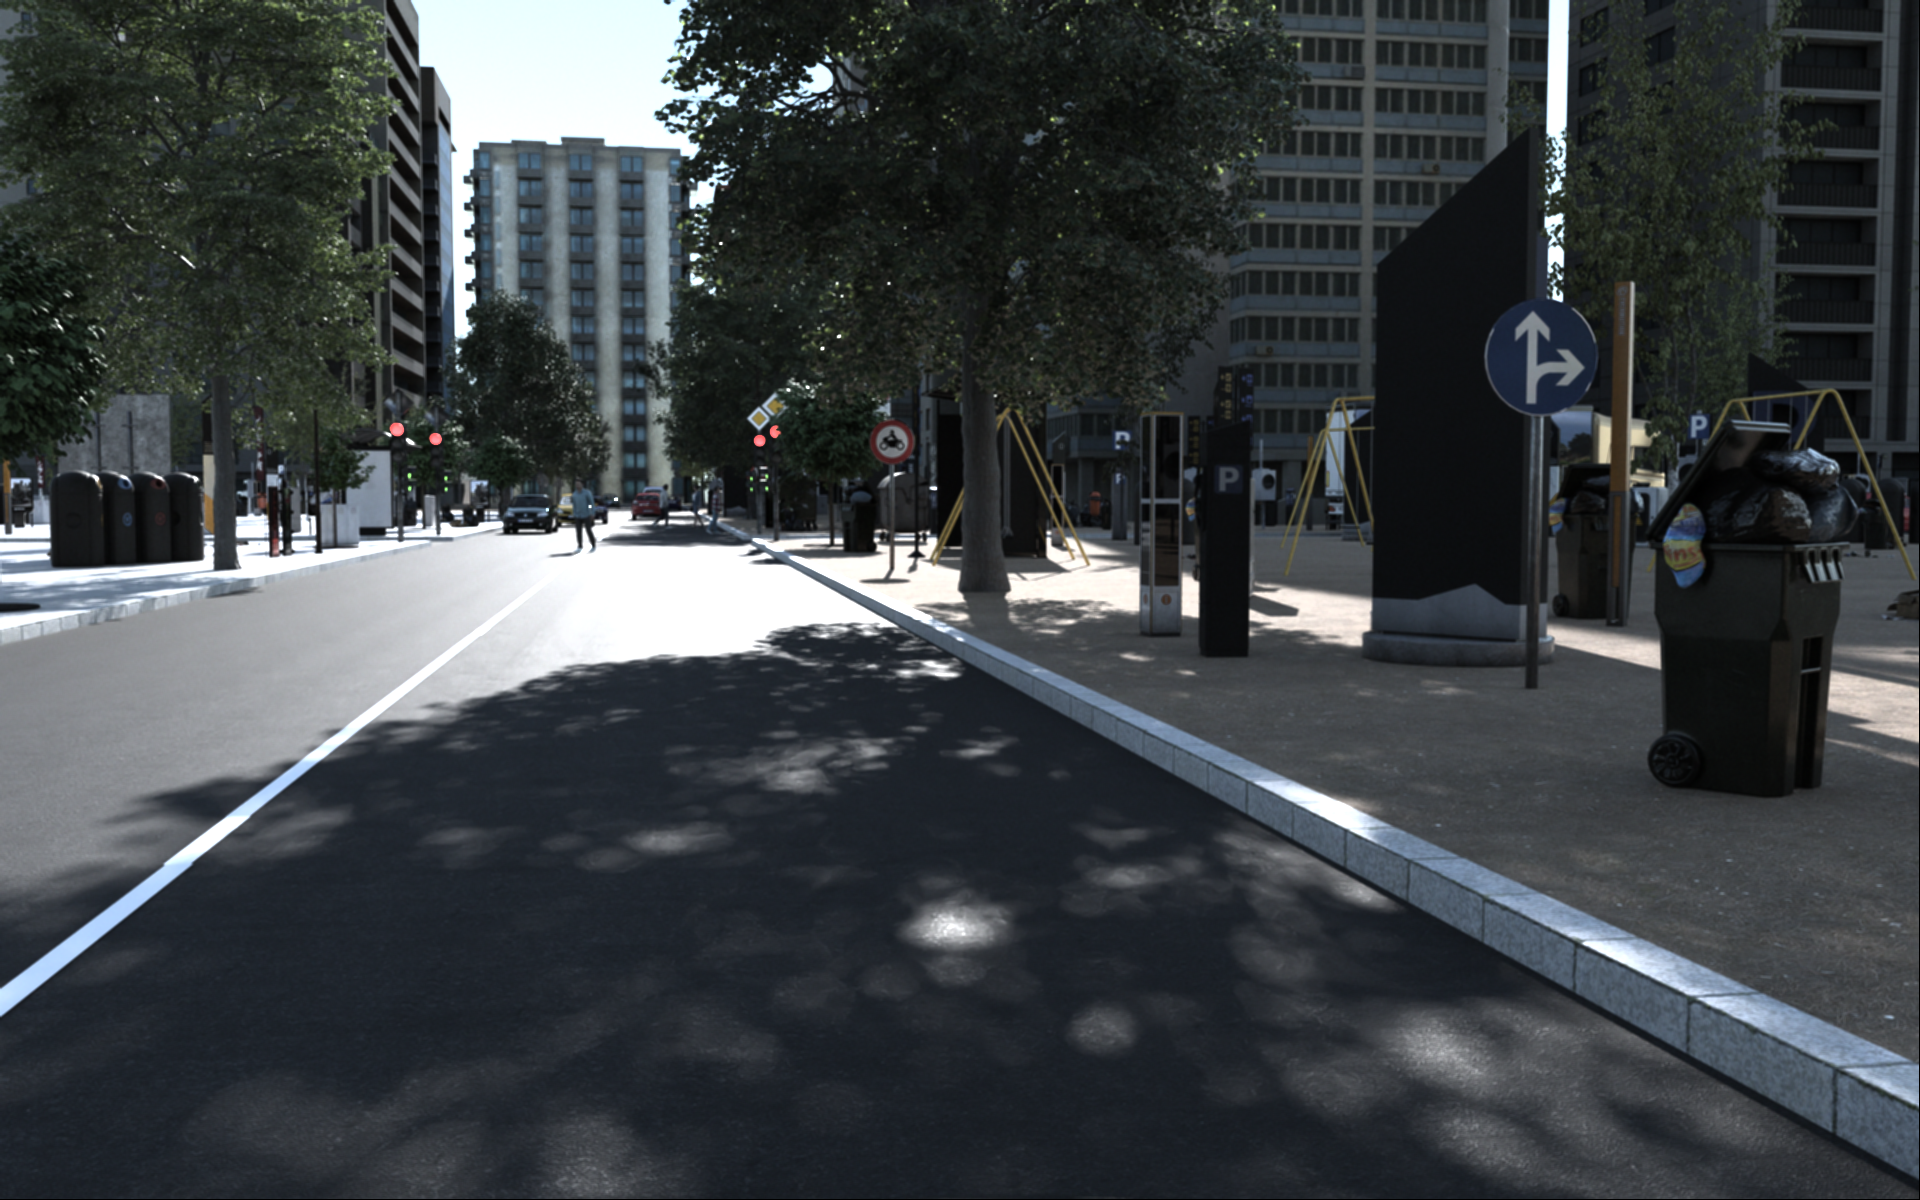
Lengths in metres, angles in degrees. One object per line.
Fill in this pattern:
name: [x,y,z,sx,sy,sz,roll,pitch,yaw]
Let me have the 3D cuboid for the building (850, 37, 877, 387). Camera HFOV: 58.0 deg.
building: [-2.422,-31.184,159.971,14.600,45.320,14.200,-1,4,-10]

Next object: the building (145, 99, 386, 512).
building: [-51.939,-21.971,130.928,14.160,30.474,14.107,-1,4,-10]

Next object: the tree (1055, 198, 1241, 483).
tree: [4.278,-5.437,39.262,4.360,8.622,3.978,0,3,0]

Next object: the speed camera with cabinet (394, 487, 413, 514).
speed camera with cabinet: [-35.606,-7.081,110.109,0.660,3.252,2.038,1,4,15]

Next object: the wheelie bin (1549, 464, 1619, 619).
wheelie bin: [6.619,-0.614,17.952,0.980,1.594,0.693,0,4,-8]

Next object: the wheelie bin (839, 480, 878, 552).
wheelie bin: [-2.243,-1.860,38.320,0.693,1.594,0.980,-3,4,-38]

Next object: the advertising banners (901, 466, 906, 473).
advertising banners: [-3.082,-6.974,110.217,0.090,3.025,2.074,3,4,36]

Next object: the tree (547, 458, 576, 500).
tree: [-31.306,-11.295,135.030,4.737,8.622,4.395,0,3,0]

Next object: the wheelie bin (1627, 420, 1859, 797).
wheelie bin: [3.485,0.018,7.610,0.980,1.594,0.693,-3,5,-42]

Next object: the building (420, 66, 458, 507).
building: [-60.029,-32.274,177.789,14.200,45.320,14.600,-1,4,-10]

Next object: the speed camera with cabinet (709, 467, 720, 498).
speed camera with cabinet: [-14.908,-7.071,109.946,2.038,3.252,0.660,-1,4,-9]

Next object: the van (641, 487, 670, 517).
van: [-19.686,-6.395,111.570,2.013,2.044,4.112,-1,4,-9]

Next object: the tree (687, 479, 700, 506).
tree: [-29.601,-12.200,194.069,1.663,3.219,1.824,0,3,0]

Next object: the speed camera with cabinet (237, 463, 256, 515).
speed camera with cabinet: [-44.895,-7.011,108.969,0.660,3.252,2.038,-3,5,-40]

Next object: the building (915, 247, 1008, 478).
building: [12.622,-16.854,120.598,27.650,21.520,28.899,-1,4,-10]

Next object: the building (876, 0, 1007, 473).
building: [-0.205,-28.261,145.660,14.154,41.232,14.086,-1,4,-10]

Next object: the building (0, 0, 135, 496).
building: [-94.291,-38.278,167.845,28.212,58.520,21.231,-1,4,-10]

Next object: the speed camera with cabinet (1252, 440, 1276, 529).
speed camera with cabinet: [10.402,-4.162,62.388,2.038,3.252,0.660,-2,4,-28]

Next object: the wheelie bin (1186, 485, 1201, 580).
wheelie bin: [3.855,-1.084,25.638,0.980,1.594,0.693,0,4,-6]

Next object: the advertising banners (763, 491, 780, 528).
advertising banners: [-6.572,-4.278,66.127,2.074,3.025,0.090,-2,4,-31]

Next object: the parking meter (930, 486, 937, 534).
parking meter: [-0.780,-2.884,55.565,0.372,1.533,0.369,0,3,0]

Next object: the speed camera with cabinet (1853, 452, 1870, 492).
speed camera with cabinet: [40.247,-5.165,78.791,2.038,3.252,0.660,0,4,1]

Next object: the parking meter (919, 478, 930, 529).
parking meter: [-1.320,-3.514,63.169,0.399,1.863,0.255,1,4,16]

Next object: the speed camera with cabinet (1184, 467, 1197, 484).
speed camera with cabinet: [7.878,-4.151,62.206,2.038,3.252,0.660,-2,4,-24]

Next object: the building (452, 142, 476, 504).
building: [-80.212,-39.260,231.137,27.495,52.752,28.713,-1,4,-10]

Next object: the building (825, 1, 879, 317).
building: [1.319,-36.225,181.512,28.713,52.752,27.495,-1,4,-10]

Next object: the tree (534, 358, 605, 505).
tree: [-33.291,-13.786,143.527,7.486,12.596,7.792,0,3,0]

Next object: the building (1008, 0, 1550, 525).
building: [15.725,-24.196,87.482,23.993,40.220,32.217,-1,4,-10]

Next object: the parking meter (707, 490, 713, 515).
parking meter: [-15.528,-6.078,107.782,0.372,1.533,0.369,0,3,0]

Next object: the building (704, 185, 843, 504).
building: [-20.977,-35.716,238.585,28.867,44.769,22.147,-1,4,-10]

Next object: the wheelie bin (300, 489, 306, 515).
wheelie bin: [-41.222,-6.164,108.693,0.693,1.594,0.980,-1,4,-19]

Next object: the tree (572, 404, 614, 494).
tree: [-34.365,-13.469,154.634,7.601,10.594,8.767,0,4,-1]

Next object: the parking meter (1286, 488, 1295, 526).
parking meter: [13.497,-3.812,70.741,0.372,1.533,0.369,0,3,0]

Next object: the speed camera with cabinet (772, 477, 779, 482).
speed camera with cabinet: [-9.935,-6.434,99.533,2.038,3.252,0.660,1,4,10]

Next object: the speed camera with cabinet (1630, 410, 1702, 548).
speed camera with cabinet: [16.788,-2.868,41.221,0.660,3.252,2.038,-3,5,-44]

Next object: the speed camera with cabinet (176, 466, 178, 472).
speed camera with cabinet: [-54.045,-7.741,120.893,0.660,3.252,2.038,3,4,38]

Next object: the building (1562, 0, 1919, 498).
building: [46.068,-39.795,88.898,20.611,71.187,20.563,-1,4,-10]

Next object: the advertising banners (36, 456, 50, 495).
advertising banners: [-41.840,-5.121,79.909,0.090,3.025,2.074,1,4,14]

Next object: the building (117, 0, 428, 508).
building: [-58.227,-32.049,147.703,21.300,48.544,21.600,-1,4,-10]

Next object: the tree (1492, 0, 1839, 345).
tree: [9.110,-4.415,22.546,4.737,8.622,4.395,0,3,0]

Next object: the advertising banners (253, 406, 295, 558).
advertising banners: [-13.968,-2.388,35.237,0.090,3.025,2.074,0,4,-2]

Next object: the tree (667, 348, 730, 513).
tree: [-16.427,-12.333,119.767,7.486,12.596,7.792,0,3,0]

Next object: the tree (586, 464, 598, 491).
tree: [-41.814,-14.902,194.005,4.360,8.622,3.978,0,3,0]

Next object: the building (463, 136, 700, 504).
building: [-50.827,-37.635,234.942,30.456,49.044,23.786,-1,4,-10]

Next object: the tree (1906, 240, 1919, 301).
tree: [24.274,-5.513,40.494,4.737,8.622,4.395,0,3,0]

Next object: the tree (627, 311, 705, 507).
tree: [-25.932,-19.095,168.100,12.611,20.169,13.585,0,3,0]
